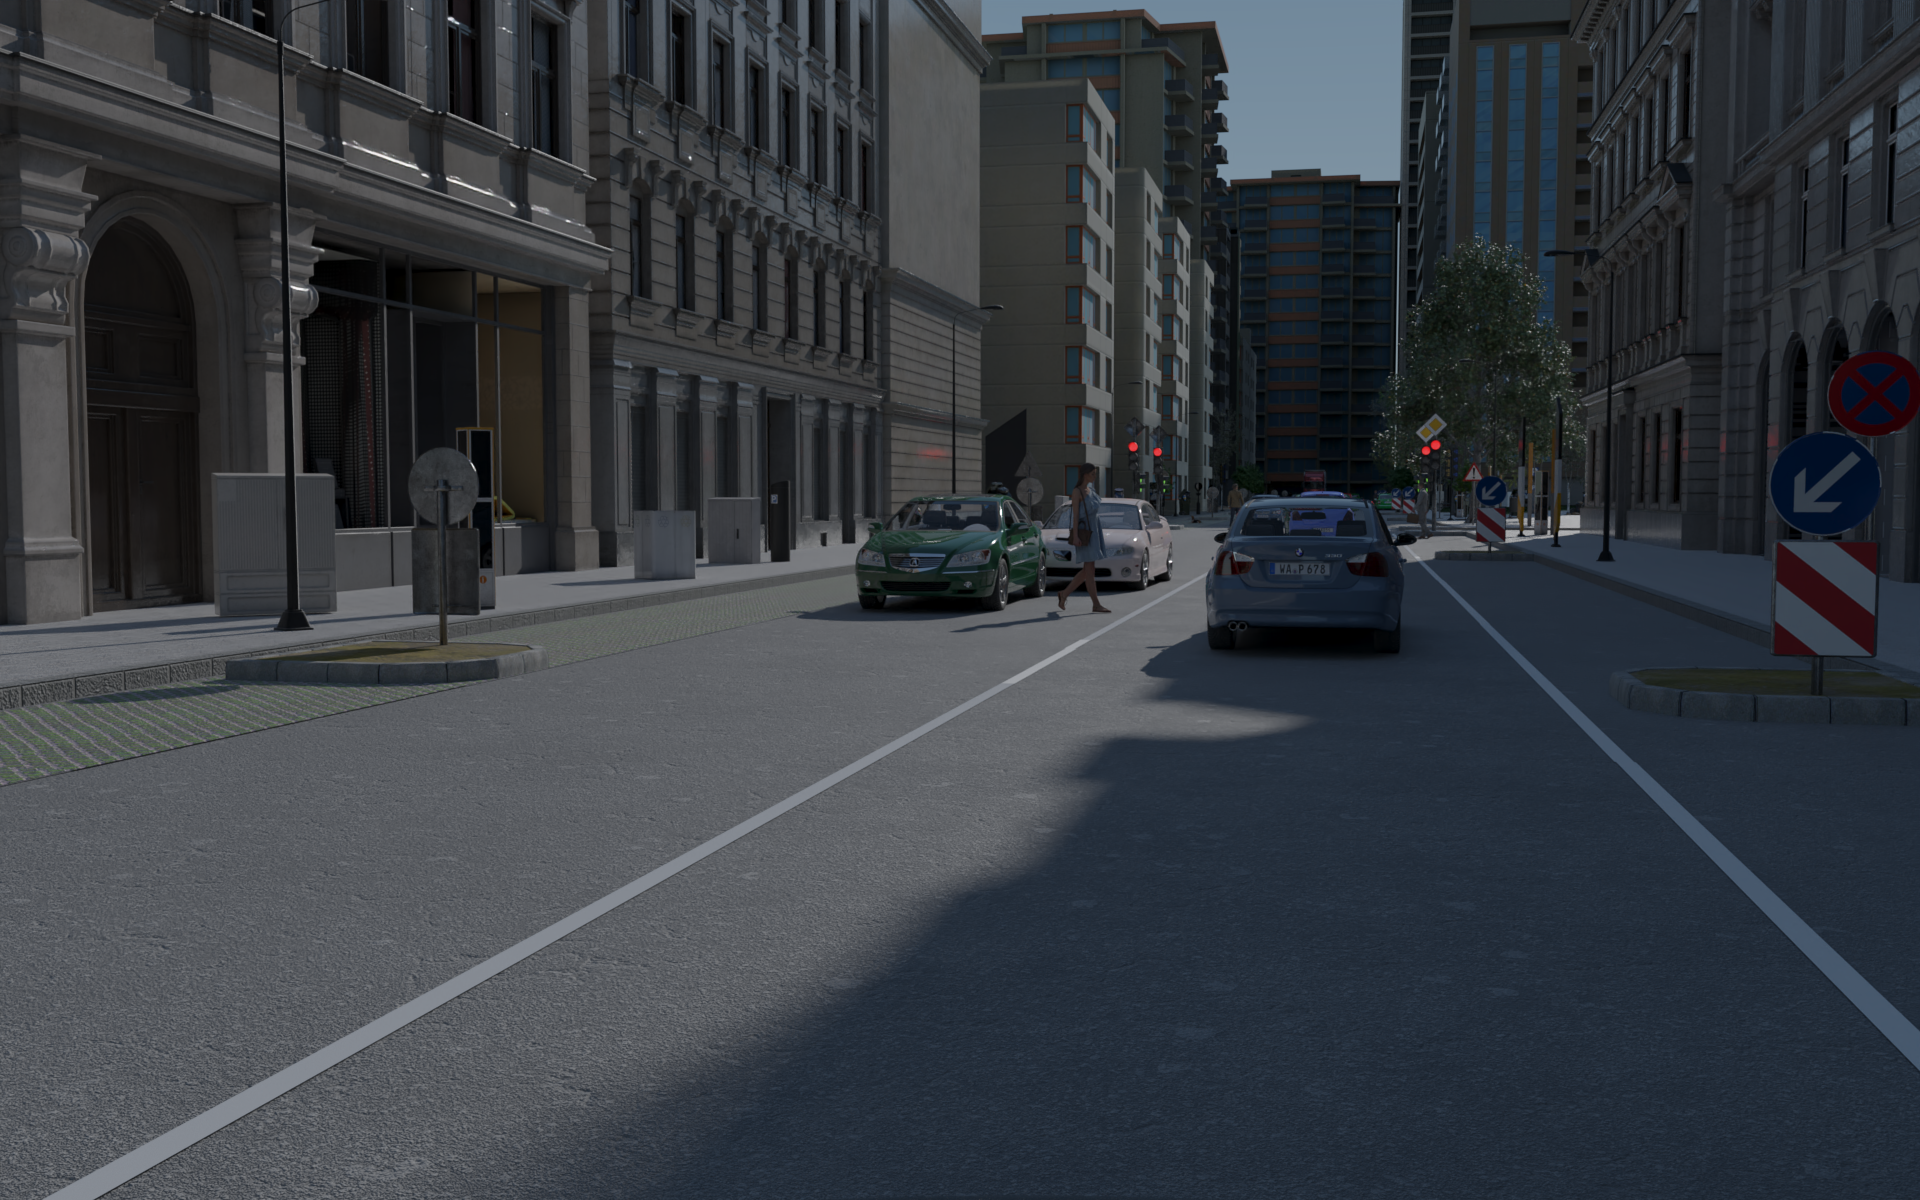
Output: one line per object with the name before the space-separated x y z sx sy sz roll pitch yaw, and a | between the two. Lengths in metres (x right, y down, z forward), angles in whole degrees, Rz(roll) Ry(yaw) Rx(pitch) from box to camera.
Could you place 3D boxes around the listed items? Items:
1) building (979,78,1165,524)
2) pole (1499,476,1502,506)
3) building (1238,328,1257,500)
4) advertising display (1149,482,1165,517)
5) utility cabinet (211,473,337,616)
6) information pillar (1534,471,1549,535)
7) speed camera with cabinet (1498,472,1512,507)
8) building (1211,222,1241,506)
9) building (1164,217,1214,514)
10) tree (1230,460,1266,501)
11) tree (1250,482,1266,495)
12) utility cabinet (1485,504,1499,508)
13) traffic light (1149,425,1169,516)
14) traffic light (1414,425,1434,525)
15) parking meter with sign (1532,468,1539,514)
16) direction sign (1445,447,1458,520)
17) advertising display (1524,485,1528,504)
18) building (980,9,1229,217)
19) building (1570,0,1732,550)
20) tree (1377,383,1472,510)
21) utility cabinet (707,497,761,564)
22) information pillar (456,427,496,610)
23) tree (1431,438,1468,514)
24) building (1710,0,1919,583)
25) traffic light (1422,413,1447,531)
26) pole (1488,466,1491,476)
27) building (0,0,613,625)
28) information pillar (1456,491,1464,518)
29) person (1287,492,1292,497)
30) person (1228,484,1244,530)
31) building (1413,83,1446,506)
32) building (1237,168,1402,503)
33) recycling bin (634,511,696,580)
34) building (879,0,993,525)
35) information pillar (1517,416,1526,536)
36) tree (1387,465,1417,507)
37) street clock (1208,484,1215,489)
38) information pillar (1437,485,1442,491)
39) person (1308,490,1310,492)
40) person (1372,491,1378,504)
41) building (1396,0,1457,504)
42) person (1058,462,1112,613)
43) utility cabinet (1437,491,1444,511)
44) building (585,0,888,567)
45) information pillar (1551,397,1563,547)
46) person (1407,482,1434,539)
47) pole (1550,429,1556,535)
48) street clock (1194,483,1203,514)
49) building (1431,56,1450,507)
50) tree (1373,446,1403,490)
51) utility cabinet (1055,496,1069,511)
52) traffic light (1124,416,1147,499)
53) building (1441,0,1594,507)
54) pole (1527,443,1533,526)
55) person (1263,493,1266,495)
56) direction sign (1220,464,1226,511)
building | -5.004 -14.943 89.352 27.650 21.520 28.899 1 4 13
pole | 39.015 -8.023 125.018 0.158 3.312 0.155 0 3 0
building | 19.865 -22.095 206.300 28.899 21.520 27.650 1 4 13
advertising display | 10.643 -5.401 93.525 0.974 1.923 0.123 3 5 43
utility cabinet | -7.248 -0.590 18.332 1.173 1.500 0.318 -2 4 -33
information pillar | 18.296 -3.058 54.493 0.304 2.012 0.304 -2 4 -26
speed camera with cabinet | 41.158 -8.352 130.896 0.660 3.252 2.038 -1 4 -9
building | 21.848 -25.081 181.775 14.160 30.474 14.107 1 4 13
building | 3.234 -17.138 125.252 27.650 21.520 28.899 1 4 13
tree | 27.725 -11.195 166.747 4.285 4.588 4.351 0 3 0
tree | 34.005 -12.277 195.334 1.663 3.219 1.824 0 3 0
utility cabinet | 31.451 -5.726 102.298 0.318 1.500 1.173 3 5 42
traffic light | 8.075 -4.983 70.400 0.839 4.253 0.868 1 4 13
traffic light | 18.282 -4.843 68.111 0.839 4.253 0.868 1 4 13
parking meter with sign | 37.353 -7.128 112.810 0.543 3.016 1.738 1 4 20
direction sign | 23.864 -5.636 84.139 0.876 3.537 0.379 -2 4 -32
advertising display | 40.153 -7.127 121.742 0.974 1.923 0.123 2 4 35
building | 13.238 -30.989 161.293 22.147 44.769 28.867 1 4 13
building | 23.058 -11.140 46.765 10.561 19.102 19.286 1 4 13
tree | 38.123 -13.190 141.405 9.928 11.665 9.643 0 3 0
utility cabinet | -4.176 -1.273 31.981 1.020 1.237 0.306 2 4 30
information pillar | -5.371 -0.901 19.227 0.304 2.012 0.304 -3 5 -41
tree | 31.556 -10.002 113.895 4.360 8.622 3.978 0 3 0
building | 19.716 -11.184 24.663 13.314 21.916 24.055 1 4 13
traffic light | 16.516 -4.367 60.322 0.839 4.253 0.868 1 4 13
pole | 37.489 -7.879 122.662 0.158 3.312 0.155 0 3 0
building | -14.855 -9.766 10.579 10.553 20.767 40.483 1 4 13
information pillar | 27.200 -5.485 94.167 0.304 2.012 0.304 2 4 31
person | 41.236 -12.667 216.432 1.217 1.723 0.721 -2 4 -24
person | 11.133 -3.751 69.735 0.656 1.842 0.836 -2 4 -33
building | 63.345 -35.085 197.343 21.300 48.544 21.600 1 4 13
building | 44.980 -35.582 236.385 28.867 44.769 22.147 1 4 13
recycling bin | -4.476 -0.838 26.250 0.722 1.027 0.722 -2 4 -35
building | -16.868 -14.572 57.344 34.723 24.649 14.460 1 4 13
information pillar | 17.032 -3.741 52.520 0.183 3.616 0.504 0 4 5
tree | 43.724 -11.488 171.535 4.285 4.588 4.351 0 3 0
street clock | 18.992 -7.721 130.815 0.471 2.002 0.358 0 3 0
information pillar | 37.671 -8.052 136.149 0.304 2.012 0.304 -1 4 -19
person | 36.531 -10.547 181.084 0.705 1.807 1.348 0 4 2
person | 37.622 -9.053 157.073 0.434 1.755 0.990 2 4 29
building | 69.388 -48.508 231.359 20.611 71.187 20.563 1 4 13
person | 1.476 -0.753 20.901 0.778 1.811 0.616 3 4 36
utility cabinet | 36.764 -7.587 132.724 0.318 1.500 1.173 2 4 32
building | -8.599 -11.635 39.390 9.793 20.994 18.267 1 4 13
information pillar | 14.425 -3.084 41.773 0.183 3.616 0.504 1 4 10
person | 14.764 -2.863 55.423 0.853 1.813 0.709 2 4 26
pole | 18.667 -3.703 54.391 0.158 3.312 0.155 0 3 0
street clock | 14.991 -6.381 108.903 0.471 2.002 0.358 -1 4 -22
building | 58.826 -33.767 171.702 23.786 49.044 30.456 1 4 13
tree | 53.915 -16.256 216.145 4.737 8.622 4.395 0 3 0
utility cabinet | 3.510 -2.958 59.531 0.306 1.237 1.020 1 4 15
traffic light | 6.309 -4.507 62.611 0.839 4.253 0.868 1 4 13
building | 49.848 -30.621 150.760 14.600 45.320 14.200 1 4 13
pole | 22.678 -4.590 68.889 0.158 3.312 0.155 0 3 0
person | 39.555 -13.208 225.126 0.621 1.740 0.551 -3 5 -39
direction sign | 19.791 -8.467 130.436 0.379 3.537 0.876 -1 4 -19
